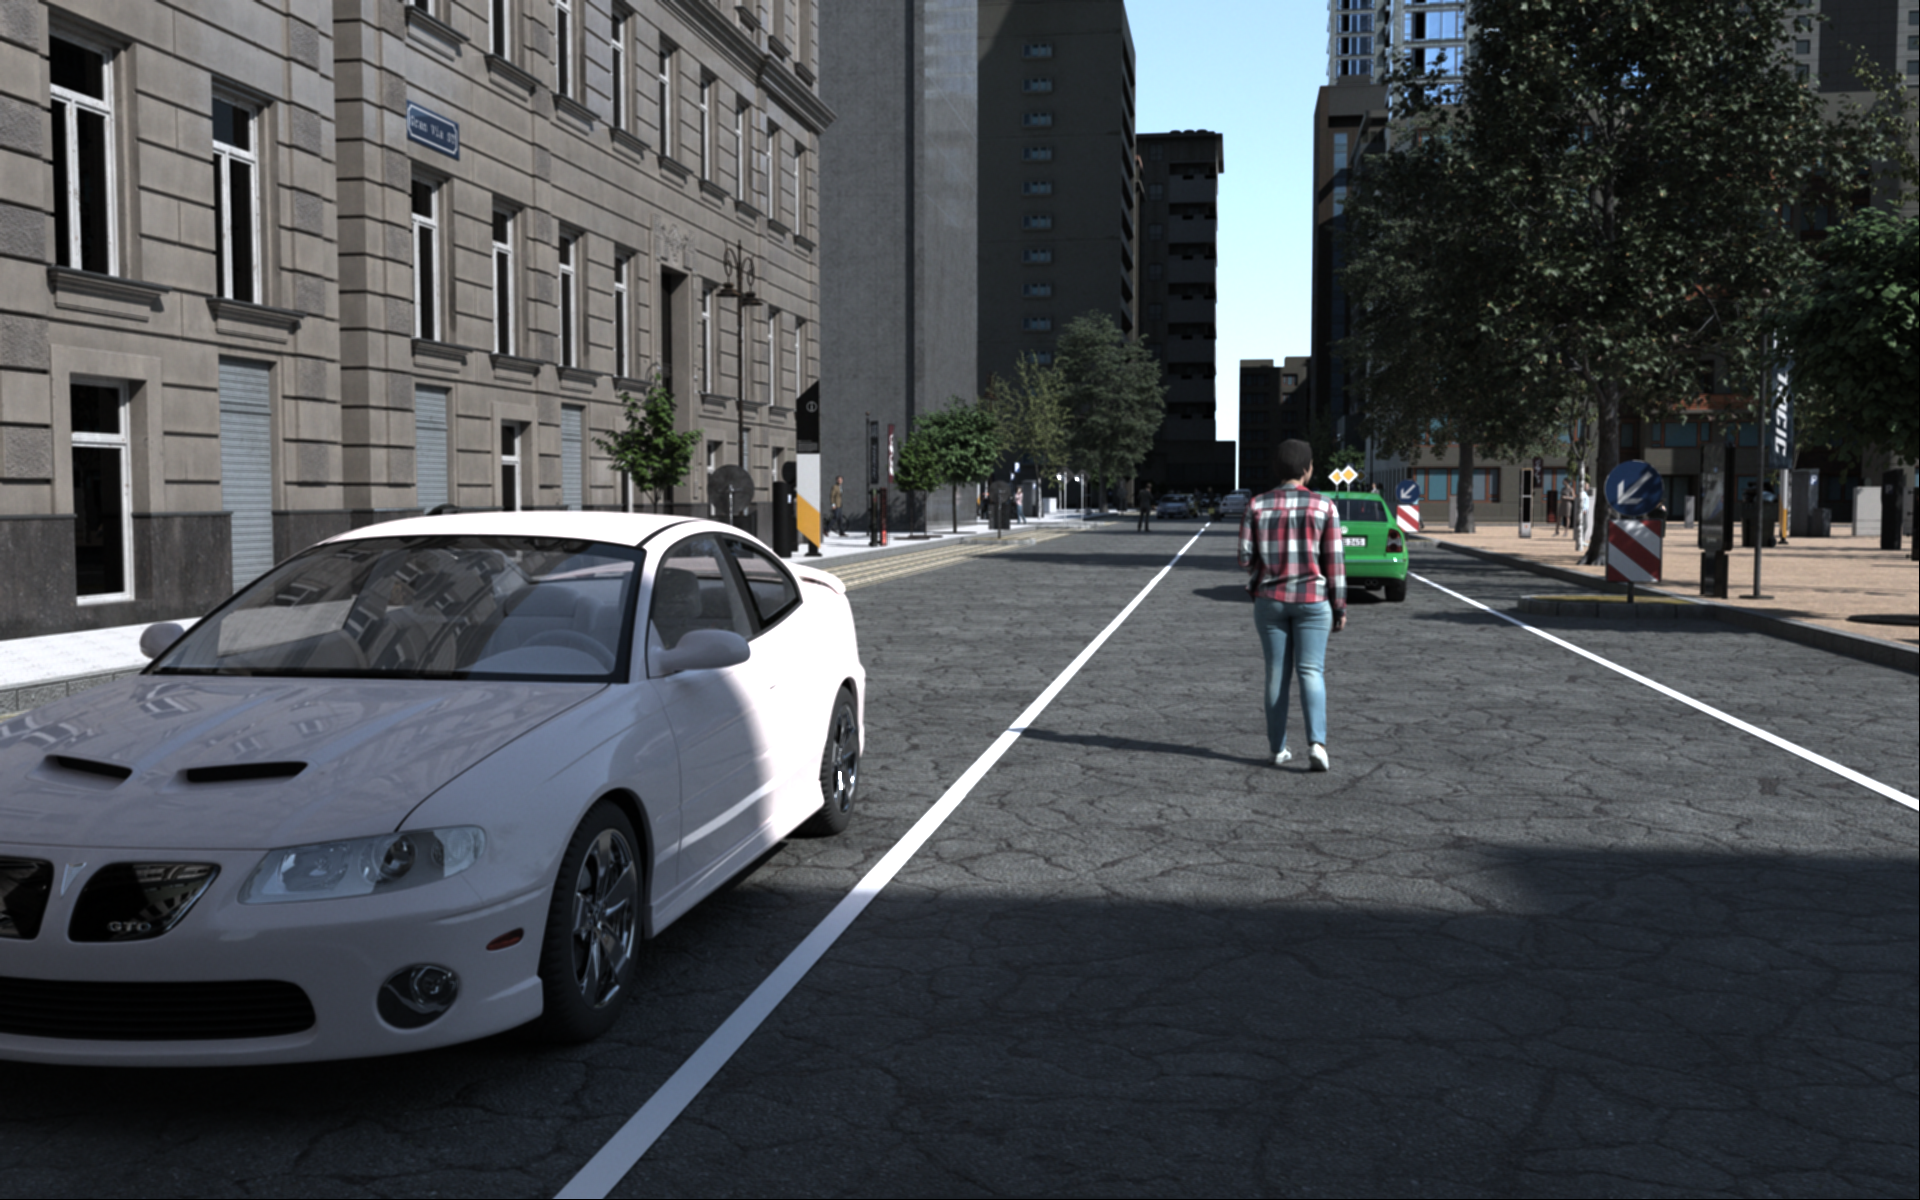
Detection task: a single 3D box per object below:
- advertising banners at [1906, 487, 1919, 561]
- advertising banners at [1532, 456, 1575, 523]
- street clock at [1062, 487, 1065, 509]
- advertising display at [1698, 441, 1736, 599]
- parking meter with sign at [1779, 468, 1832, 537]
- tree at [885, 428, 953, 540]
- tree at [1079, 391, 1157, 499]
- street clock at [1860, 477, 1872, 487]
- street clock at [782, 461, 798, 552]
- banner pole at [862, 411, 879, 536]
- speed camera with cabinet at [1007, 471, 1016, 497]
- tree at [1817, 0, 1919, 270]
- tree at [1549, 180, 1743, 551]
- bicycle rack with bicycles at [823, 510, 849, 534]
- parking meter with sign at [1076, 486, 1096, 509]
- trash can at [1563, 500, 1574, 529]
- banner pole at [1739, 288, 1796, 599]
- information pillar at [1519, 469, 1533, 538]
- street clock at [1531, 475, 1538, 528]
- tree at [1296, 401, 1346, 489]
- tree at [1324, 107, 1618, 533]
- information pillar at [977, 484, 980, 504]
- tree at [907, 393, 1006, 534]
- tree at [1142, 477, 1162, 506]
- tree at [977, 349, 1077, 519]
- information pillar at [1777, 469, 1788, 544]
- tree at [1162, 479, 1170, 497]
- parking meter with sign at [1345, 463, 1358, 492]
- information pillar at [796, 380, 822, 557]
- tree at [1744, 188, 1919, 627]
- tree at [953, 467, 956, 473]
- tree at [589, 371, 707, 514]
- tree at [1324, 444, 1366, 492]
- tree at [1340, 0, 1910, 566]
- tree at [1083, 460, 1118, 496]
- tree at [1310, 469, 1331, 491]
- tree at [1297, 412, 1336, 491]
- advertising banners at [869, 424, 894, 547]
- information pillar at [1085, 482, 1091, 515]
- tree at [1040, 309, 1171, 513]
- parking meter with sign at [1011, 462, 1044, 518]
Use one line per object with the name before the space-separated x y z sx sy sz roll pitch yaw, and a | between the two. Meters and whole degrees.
advertising banners | 18.968 -2.225 32.571 0.090 3.025 2.074 -3 5 -41
advertising banners | 26.058 -4.888 76.104 0.090 3.025 2.074 -3 5 -42
street clock | 9.032 -8.972 151.256 0.358 2.002 0.471 0 4 -8
advertising display | 9.394 -0.998 21.530 0.123 1.923 0.974 0 4 6
parking meter with sign | 25.317 -3.405 51.931 0.543 3.016 1.738 -1 4 -22
tree | -1.467 -3.316 48.817 1.663 3.219 1.824 0 3 0
tree | 13.175 -12.933 145.867 7.601 10.594 8.767 1 4 17
street clock | 38.561 -4.232 73.759 0.471 2.002 0.358 -1 4 -21
street clock | -3.738 -2.079 38.556 0.358 2.002 0.471 -3 5 -40
banner pole | -2.668 -3.812 52.344 0.401 3.779 0.863 -2 4 -33
speed camera with cabinet | 4.643 -9.427 148.471 0.660 3.252 2.038 3 5 40
tree | 13.381 -4.369 21.793 4.737 8.622 4.395 0 3 0
tree | 14.219 -5.414 38.882 4.737 8.622 4.395 0 3 0
bicycle rack with bicycles | -5.053 -2.608 56.019 2.925 0.926 2.852 0 4 2
parking meter with sign | 11.063 -9.488 151.386 1.738 3.016 0.543 -1 4 -8
trash can | 22.777 -3.229 64.449 0.748 1.137 0.748 0 3 0
banner pole | 9.988 -1.912 21.280 0.863 3.779 0.401 -2 4 -30
information pillar | 16.489 -2.813 50.490 0.304 2.012 0.304 0 4 5
street clock | 21.521 -3.717 65.345 0.471 2.002 0.358 2 4 25
tree | 28.561 -11.436 137.344 4.737 8.622 4.395 0 3 0
tree | 16.718 -9.166 56.525 9.857 13.997 8.962 0 3 0
information pillar | 1.468 -8.903 136.922 0.183 3.616 0.504 1 4 15
tree | -0.102 -4.457 56.586 4.285 4.588 4.351 0 3 0
tree | 21.854 -12.483 198.691 1.663 3.219 1.824 0 3 0
tree | 3.880 -8.373 87.255 4.737 8.622 4.395 0 3 0
information pillar | 21.125 -3.244 44.394 0.183 3.616 0.504 1 4 12
tree | 25.382 -13.530 215.822 1.663 3.219 1.824 0 3 0
parking meter with sign | 21.894 -6.126 96.427 0.543 3.016 1.738 2 4 25
information pillar | -3.099 -2.701 35.523 0.504 3.616 0.183 0 4 6
tree | 9.685 -2.053 17.279 4.285 4.588 4.351 0 3 0
tree | -0.909 -3.481 51.513 1.663 3.219 1.824 0 3 0
tree | -4.718 -1.999 27.278 1.663 3.219 1.824 0 3 0
tree | 25.325 -7.873 112.441 4.285 4.588 4.351 0 3 0
tree | 11.740 -6.981 31.149 9.611 12.733 9.660 0 3 0
tree | 10.346 -8.880 128.905 4.285 4.588 4.351 0 3 0
tree | 27.768 -8.482 133.276 1.663 3.219 1.824 0 3 0
tree | 31.834 -12.484 154.481 4.360 8.622 3.978 0 3 0
advertising banners | -1.904 -2.844 42.681 0.090 3.025 2.074 1 4 14
information pillar | 7.726 -6.117 104.500 0.304 2.012 0.304 -1 4 -14
tree | 9.869 -12.957 118.497 9.857 13.997 8.962 0 3 0
parking meter with sign | 3.782 -6.017 94.633 1.738 3.016 0.543 2 4 34
